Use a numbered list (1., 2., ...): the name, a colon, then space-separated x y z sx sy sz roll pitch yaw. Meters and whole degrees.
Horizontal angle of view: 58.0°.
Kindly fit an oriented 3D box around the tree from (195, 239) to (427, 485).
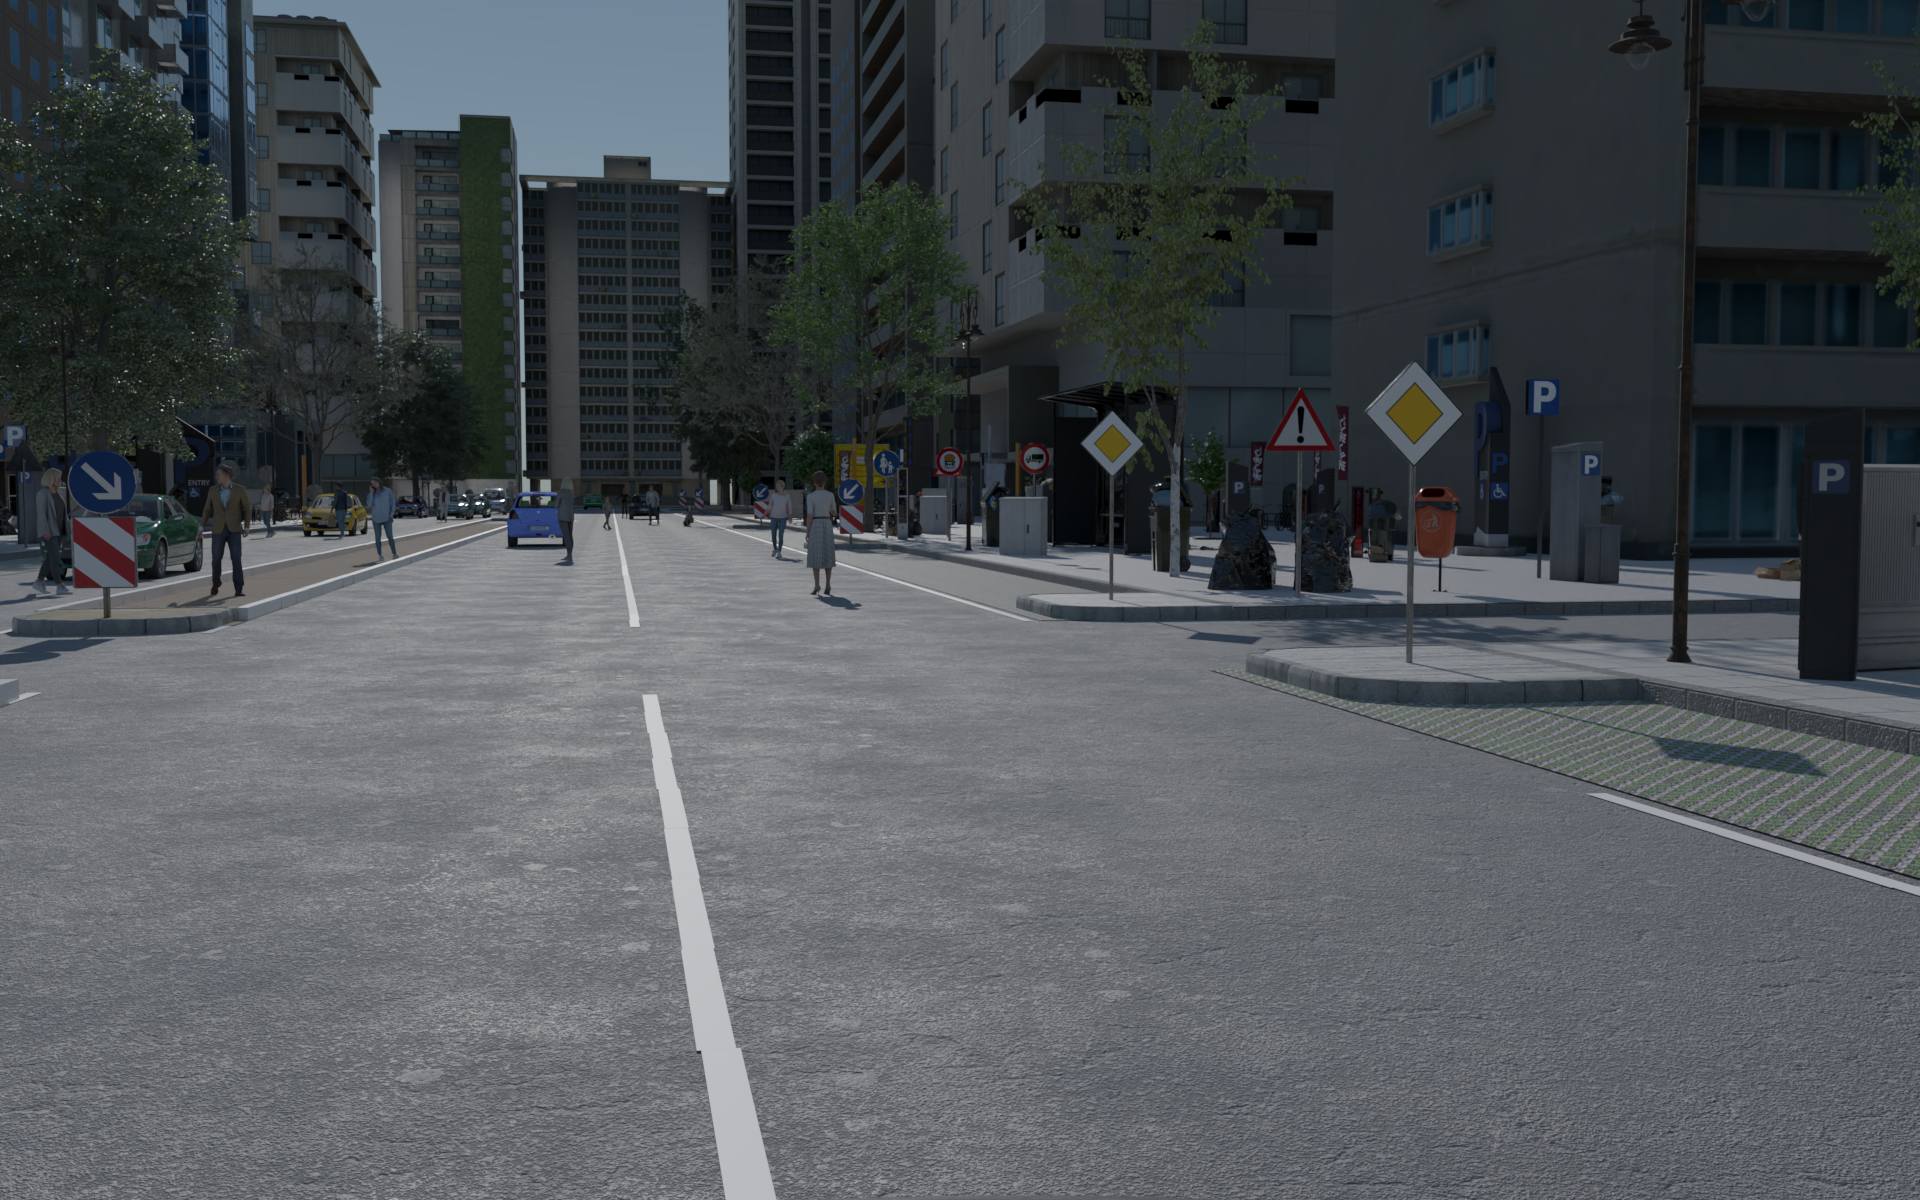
1. tree: -31.048 -10.579 83.331 12.009 13.543 11.850 0 3 0

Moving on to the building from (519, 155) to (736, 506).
1. building: -38.570 -31.177 201.630 23.993 40.220 32.217 -1 4 -11

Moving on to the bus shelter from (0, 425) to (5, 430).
1. bus shelter: -22.624 -2.657 37.371 2.014 3.302 5.546 -1 4 -11

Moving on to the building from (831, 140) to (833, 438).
1. building: -4.734 -28.840 155.135 14.154 41.232 14.086 -1 4 -11

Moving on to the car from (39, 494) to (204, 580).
1. car: -14.690 -1.147 30.550 2.131 1.459 4.920 -1 4 -12

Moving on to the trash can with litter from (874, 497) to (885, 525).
1. trash can with litter: -3.191 -3.698 71.855 1.055 1.170 0.624 -1 4 -13

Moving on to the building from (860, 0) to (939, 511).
1. building: 4.939 -30.606 124.112 21.300 48.544 21.600 -1 4 -11

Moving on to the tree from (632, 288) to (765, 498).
1. tree: -23.455 -18.472 157.902 12.611 20.169 13.585 0 3 0

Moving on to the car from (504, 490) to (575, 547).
1. car: -11.740 -2.370 48.335 1.945 1.707 3.694 -1 4 -13

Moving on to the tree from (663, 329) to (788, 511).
1. tree: -17.879 -13.863 133.313 9.857 13.997 8.962 0 3 0

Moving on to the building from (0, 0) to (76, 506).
1. building: -48.577 -25.998 75.172 14.600 45.320 14.200 -1 4 -11

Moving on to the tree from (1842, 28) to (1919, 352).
1. tree: 15.977 -4.699 27.195 4.737 8.622 4.395 0 3 0

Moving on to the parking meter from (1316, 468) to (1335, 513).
1. parking meter: 8.329 -2.068 39.519 0.255 1.863 0.399 -2 4 -28

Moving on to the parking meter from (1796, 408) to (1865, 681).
1. parking meter: 6.011 -0.384 11.992 0.399 1.863 0.255 2 4 31

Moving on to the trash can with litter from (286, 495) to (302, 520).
1. trash can with litter: -32.608 -4.574 85.847 2.233 1.210 1.678 0 4 -6

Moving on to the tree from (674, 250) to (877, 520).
1. tree: -9.262 -10.812 87.149 12.009 13.543 11.850 0 3 0

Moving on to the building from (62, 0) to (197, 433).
1. building: -58.359 -29.399 100.284 23.786 49.044 30.456 -1 4 -11

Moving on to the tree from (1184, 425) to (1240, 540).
1. tree: 7.177 -3.313 48.767 1.663 3.219 1.824 0 3 0

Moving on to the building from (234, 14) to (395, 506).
1. building: -77.512 -36.849 191.724 27.495 52.752 28.713 -1 4 -11

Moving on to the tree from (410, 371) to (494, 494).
1. tree: -46.502 -14.683 158.198 7.486 12.596 7.792 0 3 0

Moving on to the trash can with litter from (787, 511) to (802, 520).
1. trash can with litter: -8.205 -4.538 85.258 2.233 1.210 1.678 -1 4 -10

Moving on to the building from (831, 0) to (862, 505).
1. building: -2.663 -30.018 140.906 14.600 45.320 14.200 -1 4 -11

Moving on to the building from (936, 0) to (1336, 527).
1. building: 14.389 -30.133 81.914 28.713 52.752 27.495 -1 4 -11

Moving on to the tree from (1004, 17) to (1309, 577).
1. tree: 3.101 -4.667 26.667 4.737 8.622 4.395 0 3 0

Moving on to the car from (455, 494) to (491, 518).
1. car: -29.500 -5.700 104.988 2.131 1.459 4.920 -1 4 -10

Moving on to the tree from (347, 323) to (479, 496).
1. tree: -40.261 -13.508 127.516 9.857 13.997 8.962 0 3 0

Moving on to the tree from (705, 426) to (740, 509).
1. tree: -19.755 -11.838 143.914 4.737 8.622 4.395 0 3 0

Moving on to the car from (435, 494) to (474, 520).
1. car: -28.411 -5.240 97.476 2.131 1.459 4.920 -1 4 -12

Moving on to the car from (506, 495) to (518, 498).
1. car: -36.320 -7.793 139.780 2.083 1.381 4.827 -1 4 -11

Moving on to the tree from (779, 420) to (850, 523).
1. tree: -6.297 -5.704 76.969 4.285 4.588 4.351 0 3 0

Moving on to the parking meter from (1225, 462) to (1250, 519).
1. parking meter: 5.005 -1.561 31.234 0.399 1.863 0.255 0 4 -5

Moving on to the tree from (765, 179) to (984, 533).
1. tree: -2.930 -8.042 57.236 9.928 11.665 9.643 0 3 0

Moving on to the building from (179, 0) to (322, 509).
1. building: -69.442 -50.405 136.801 31.000 86.520 22.319 -1 4 -11

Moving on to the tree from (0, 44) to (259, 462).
1. tree: -25.403 -8.816 50.797 9.857 13.997 8.962 0 3 0

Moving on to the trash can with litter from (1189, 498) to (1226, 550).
1. trash can with litter: 5.887 -1.758 39.804 2.233 1.210 1.678 0 4 -2

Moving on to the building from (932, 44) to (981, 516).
1. building: 5.201 -20.447 106.011 14.160 30.474 14.107 -1 4 -11

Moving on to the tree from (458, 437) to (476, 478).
1. tree: -48.304 -13.166 165.631 4.360 8.622 3.978 0 3 0

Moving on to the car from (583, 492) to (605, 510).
1. car: -33.566 -9.177 158.834 1.959 1.807 4.718 -1 4 -10

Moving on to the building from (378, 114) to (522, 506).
1. building: -55.509 -30.931 189.311 14.086 41.232 14.154 -1 4 -11

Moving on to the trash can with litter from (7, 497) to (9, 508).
1. trash can with litter: -36.337 -3.354 65.902 1.678 1.210 2.233 0 4 -6

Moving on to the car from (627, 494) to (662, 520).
1. car: -17.987 -5.438 98.690 2.009 1.686 4.222 -1 4 -10

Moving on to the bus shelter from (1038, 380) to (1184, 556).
1. bus shelter: 3.331 -2.922 39.051 1.731 3.624 6.357 -1 4 -11

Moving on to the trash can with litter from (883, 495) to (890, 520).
1. trash can with litter: -3.876 -4.680 87.581 2.233 1.210 1.678 1 4 17

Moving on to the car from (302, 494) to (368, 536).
1. car: -21.761 -3.065 60.342 2.015 1.641 3.980 -1 4 -11

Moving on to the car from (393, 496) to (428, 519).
1. car: -32.670 -5.524 102.897 1.945 1.354 3.894 -1 4 -10

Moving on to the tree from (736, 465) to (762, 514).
1. tree: -13.839 -7.312 114.152 1.663 3.219 1.824 0 3 0

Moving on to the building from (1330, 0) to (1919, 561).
1. building: 21.338 -25.715 44.150 21.600 48.544 21.300 -1 4 -11

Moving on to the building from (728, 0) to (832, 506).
1. building: -15.738 -46.614 200.397 20.611 71.187 20.563 -1 4 -11

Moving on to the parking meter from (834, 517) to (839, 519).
1. parking meter: -6.191 -4.840 87.550 0.372 1.533 0.369 0 3 0

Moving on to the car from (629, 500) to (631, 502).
1. car: -21.189 -6.506 116.152 2.009 1.686 4.222 -1 4 -11

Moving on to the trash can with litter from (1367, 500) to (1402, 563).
1. trash can with litter: 8.020 -1.307 32.762 0.624 1.170 1.055 1 4 16

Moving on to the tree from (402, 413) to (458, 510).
1. tree: -42.388 -11.426 137.177 4.360 8.622 3.978 0 3 0
